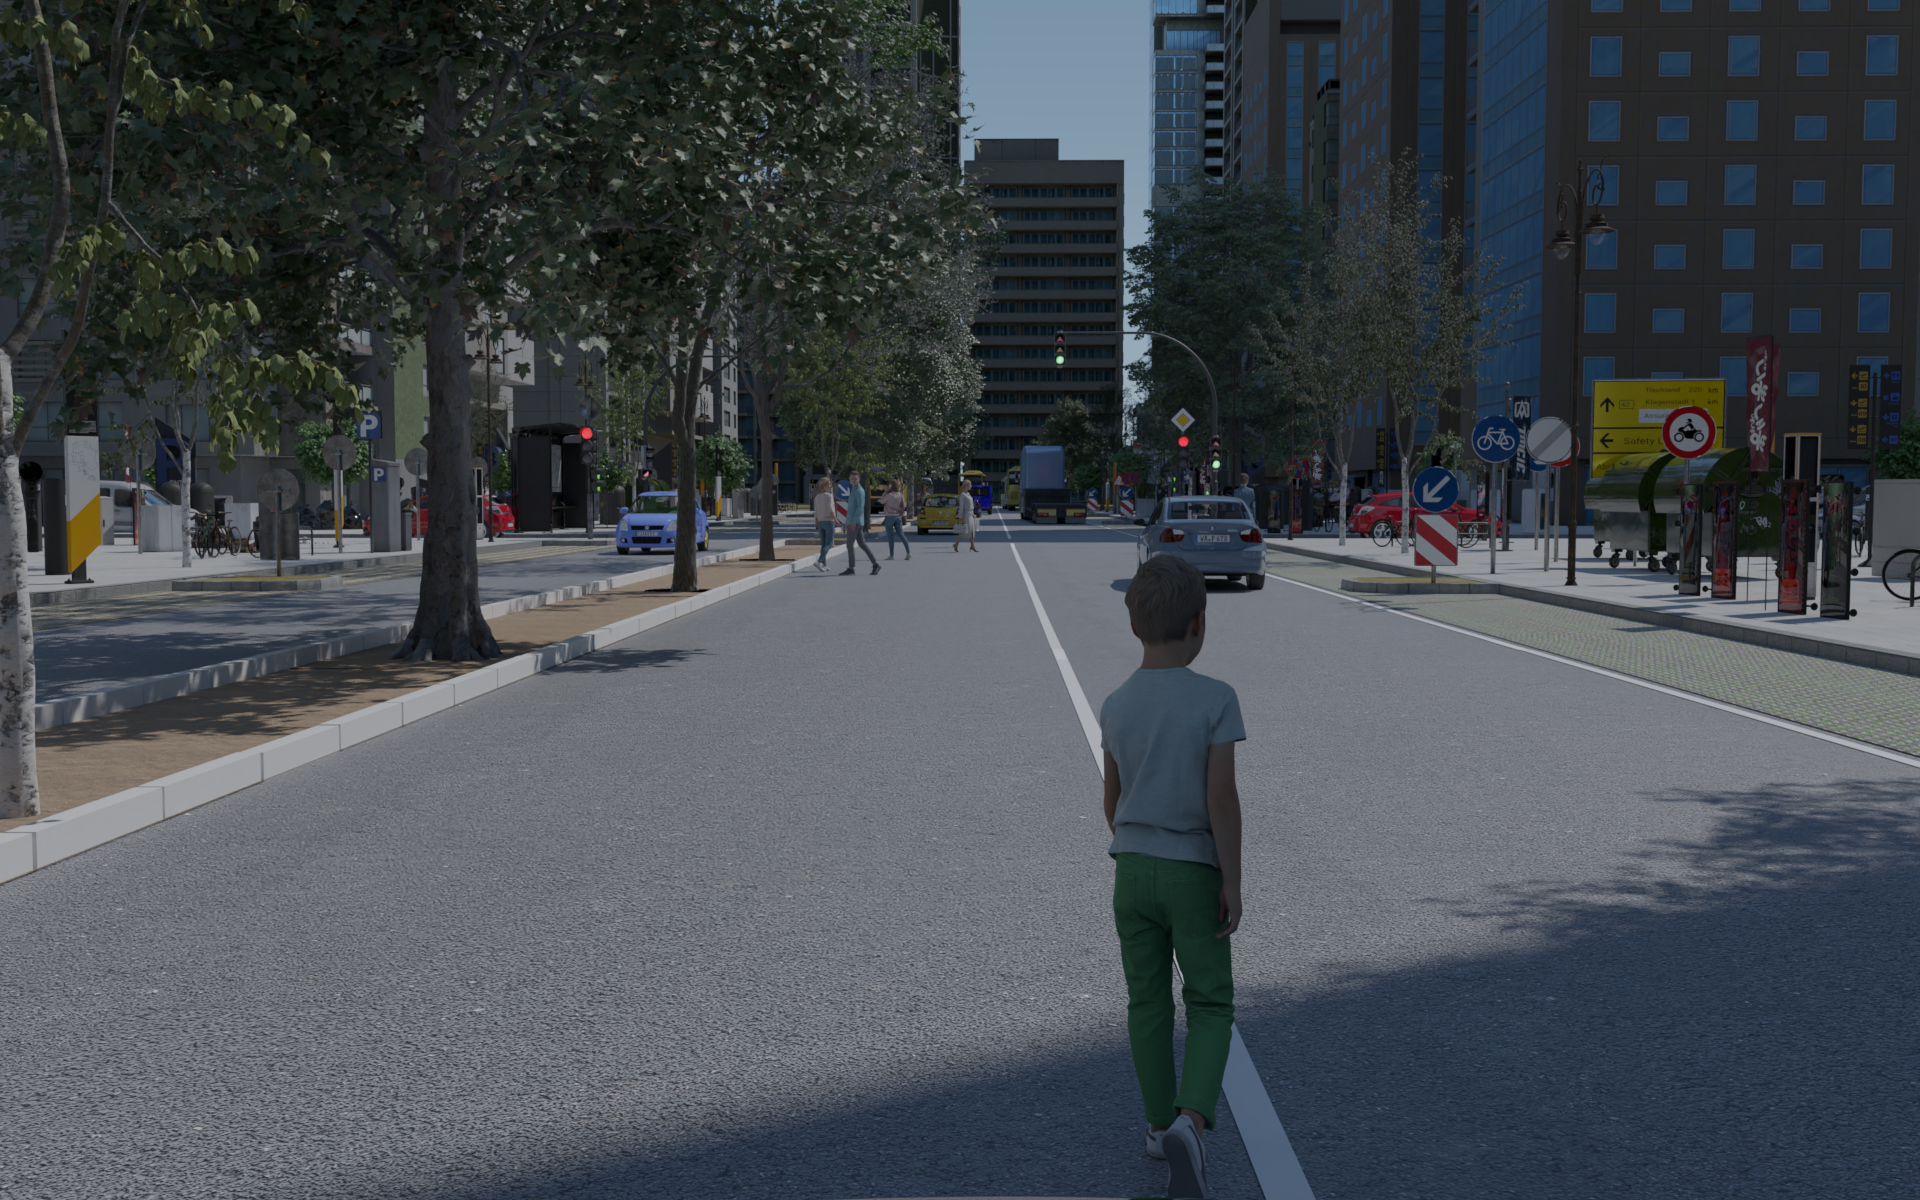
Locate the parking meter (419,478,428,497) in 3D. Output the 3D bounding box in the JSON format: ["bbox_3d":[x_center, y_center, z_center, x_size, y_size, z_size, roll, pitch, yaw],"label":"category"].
[{"bbox_3d":[-19.188,-3.447,62.062,0.399,1.863,0.255,0,4,-8],"label":"parking meter"}]

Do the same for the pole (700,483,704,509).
[{"bbox_3d":[-14.977,-6.532,100.642,0.158,3.312,0.155,0,3,0],"label":"pole"}]

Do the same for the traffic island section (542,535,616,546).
[{"bbox_3d":[-10.457,-1.630,48.931,2.009,0.180,2.903,0,4,1],"label":"traffic island section"}]

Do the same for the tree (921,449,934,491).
[{"bbox_3d":[-2.955,-8.368,89.643,4.737,8.622,4.395,0,3,0],"label":"tree"}]

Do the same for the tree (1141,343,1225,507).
[{"bbox_3d":[10.266,-7.766,77.329,4.360,8.622,3.978,0,3,0],"label":"tree"}]

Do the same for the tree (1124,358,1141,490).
[{"bbox_3d":[10.256,-8.529,89.817,4.360,8.622,3.978,0,3,0],"label":"tree"}]

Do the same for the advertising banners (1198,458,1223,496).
[{"bbox_3d":[11.943,-5.161,80.574,2.074,3.025,0.090,-1,4,-22],"label":"advertising banners"}]

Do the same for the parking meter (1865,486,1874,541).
[{"bbox_3d":[25.218,-2.412,47.854,0.372,1.533,0.369,0,3,0],"label":"parking meter"}]

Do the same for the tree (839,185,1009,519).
[{"bbox_3d":[-4.017,-14.662,98.068,12.611,20.169,13.585,0,3,0],"label":"tree"}]

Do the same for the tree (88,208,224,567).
[{"bbox_3d":[-13.674,-4.889,30.293,4.360,8.622,3.978,0,3,0],"label":"tree"}]

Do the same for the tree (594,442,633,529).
[{"bbox_3d":[-13.260,-4.286,64.684,1.663,3.219,1.824,0,3,0],"label":"tree"}]

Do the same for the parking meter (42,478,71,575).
[{"bbox_3d":[-14.320,-1.165,27.457,0.372,1.533,0.369,0,3,0],"label":"parking meter"}]

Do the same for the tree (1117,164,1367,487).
[{"bbox_3d":[10.846,-9.821,67.224,9.857,13.997,8.962,0,3,0],"label":"tree"}]

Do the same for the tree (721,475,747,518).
[{"bbox_3d":[-12.650,-6.105,94.417,1.663,3.219,1.824,0,3,0],"label":"tree"}]

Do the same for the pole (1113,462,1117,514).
[{"bbox_3d":[9.923,-7.164,110.977,0.158,3.312,0.155,0,3,0],"label":"pole"}]

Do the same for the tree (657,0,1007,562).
[{"bbox_3d":[-4.098,-7.561,36.456,12.009,13.543,11.850,0,3,0],"label":"tree"}]

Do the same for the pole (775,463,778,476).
[{"bbox_3d":[-12.056,-7.331,113.704,0.158,3.312,0.155,0,3,0],"label":"pole"}]

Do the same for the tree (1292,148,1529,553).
[{"bbox_3d":[9.647,-5.297,36.962,4.360,8.622,3.978,0,3,0],"label":"tree"}]

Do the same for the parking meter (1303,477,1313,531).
[{"bbox_3d":[12.134,-3.346,60.419,0.255,1.863,0.399,3,4,38],"label":"parking meter"}]

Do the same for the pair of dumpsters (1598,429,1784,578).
[{"bbox_3d":[11.838,-1.557,27.946,1.574,2.255,4.437,0,4,1],"label":"pair of dumpsters"}]

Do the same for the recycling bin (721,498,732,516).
[{"bbox_3d":[-13.666,-5.356,100.126,0.722,1.027,0.722,1,4,14],"label":"recycling bin"}]

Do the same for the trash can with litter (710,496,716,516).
[{"bbox_3d":[-14.212,-5.510,101.471,1.055,1.170,0.624,-1,4,-19],"label":"trash can with litter"}]

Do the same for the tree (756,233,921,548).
[{"bbox_3d":[-3.391,-5.671,45.534,4.737,8.622,4.395,0,3,0],"label":"tree"}]

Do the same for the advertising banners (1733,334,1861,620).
[{"bbox_3d":[8.939,-1.364,18.489,0.090,3.025,2.074,0,4,-6],"label":"advertising banners"}]

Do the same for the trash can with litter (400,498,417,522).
[{"bbox_3d":[-15.327,-2.179,47.007,1.055,1.170,0.624,-3,5,-42],"label":"trash can with litter"}]

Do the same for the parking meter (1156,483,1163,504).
[{"bbox_3d":[9.958,-4.901,85.842,0.399,1.863,0.255,3,4,39],"label":"parking meter"}]

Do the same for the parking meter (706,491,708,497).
[{"bbox_3d":[-18.071,-6.993,122.743,0.372,1.533,0.369,0,3,0],"label":"parking meter"}]

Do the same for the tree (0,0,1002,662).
[{"bbox_3d":[-4.450,-5.837,14.908,9.611,12.733,9.660,0,3,0],"label":"tree"}]

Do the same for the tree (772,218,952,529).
[{"bbox_3d":[-3.928,-9.173,70.569,7.486,12.596,7.792,0,3,0],"label":"tree"}]

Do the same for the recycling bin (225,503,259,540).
[{"bbox_3d":[-20.190,-2.211,48.701,0.722,1.027,0.722,0,4,-5],"label":"recycling bin"}]

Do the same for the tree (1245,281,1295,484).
[{"bbox_3d":[9.455,-5.671,43.076,4.360,8.622,3.978,0,3,0],"label":"tree"}]

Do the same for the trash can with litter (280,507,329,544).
[{"bbox_3d":[-17.566,-2.077,45.014,1.678,1.210,2.233,-3,5,-42],"label":"trash can with litter"}]

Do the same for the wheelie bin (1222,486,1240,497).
[{"bbox_3d":[10.331,-3.532,65.658,0.980,1.594,0.693,0,4,-7],"label":"wheelie bin"}]

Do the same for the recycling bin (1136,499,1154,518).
[{"bbox_3d":[10.099,-5.002,94.338,0.722,1.027,0.722,-3,4,-37],"label":"recycling bin"}]

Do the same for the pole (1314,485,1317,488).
[{"bbox_3d":[23.527,-7.388,114.631,0.158,3.312,0.155,0,3,0],"label":"pole"}]

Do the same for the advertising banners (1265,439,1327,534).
[{"bbox_3d":[10.828,-3.651,55.879,2.074,3.025,0.090,2,4,33],"label":"advertising banners"}]

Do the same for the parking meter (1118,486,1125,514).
[{"bbox_3d":[10.137,-6.306,108.810,0.399,1.863,0.255,-2,4,-28],"label":"parking meter"}]

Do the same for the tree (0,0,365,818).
[{"bbox_3d":[-4.134,-3.325,7.181,4.737,8.622,4.395,0,3,0],"label":"tree"}]

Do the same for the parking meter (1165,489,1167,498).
[{"bbox_3d":[11.125,-5.270,94.575,0.372,1.533,0.369,0,3,0],"label":"parking meter"}]

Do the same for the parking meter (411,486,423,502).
[{"bbox_3d":[-17.689,-2.937,56.428,0.372,1.533,0.369,0,3,0],"label":"parking meter"}]

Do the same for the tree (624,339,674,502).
[{"bbox_3d":[-13.559,-7.355,70.614,4.737,8.622,4.395,0,3,0],"label":"tree"}]

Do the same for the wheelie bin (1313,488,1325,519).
[{"bbox_3d":[17.260,-4.659,84.075,0.693,1.594,0.980,-3,4,-38],"label":"wheelie bin"}]

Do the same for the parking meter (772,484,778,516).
[{"bbox_3d":[-11.009,-5.934,102.724,0.399,1.863,0.255,0,4,6],"label":"parking meter"}]

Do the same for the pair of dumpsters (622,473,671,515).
[{"bbox_3d":[-14.089,-4.604,77.763,1.574,2.255,4.437,0,4,1],"label":"pair of dumpsters"}]

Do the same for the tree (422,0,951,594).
[{"bbox_3d":[-3.905,-5.906,24.784,9.928,11.665,9.643,0,3,0],"label":"tree"}]

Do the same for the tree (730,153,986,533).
[{"bbox_3d":[-3.622,-9.337,61.765,9.857,13.997,8.962,0,3,0],"label":"tree"}]

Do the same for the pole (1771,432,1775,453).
[{"bbox_3d":[21.667,-3.211,46.335,0.158,3.312,0.155,0,3,0],"label":"pole"}]

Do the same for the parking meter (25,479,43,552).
[{"bbox_3d":[-20.638,-2.011,38.589,0.255,1.863,0.399,-1,4,-17],"label":"parking meter"}]

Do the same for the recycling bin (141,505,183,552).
[{"bbox_3d":[-17.762,-1.590,38.543,0.722,1.027,0.722,2,4,32],"label":"recycling bin"}]

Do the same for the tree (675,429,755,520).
[{"bbox_3d":[-11.991,-6.304,86.778,4.285,4.588,4.351,0,3,0],"label":"tree"}]
